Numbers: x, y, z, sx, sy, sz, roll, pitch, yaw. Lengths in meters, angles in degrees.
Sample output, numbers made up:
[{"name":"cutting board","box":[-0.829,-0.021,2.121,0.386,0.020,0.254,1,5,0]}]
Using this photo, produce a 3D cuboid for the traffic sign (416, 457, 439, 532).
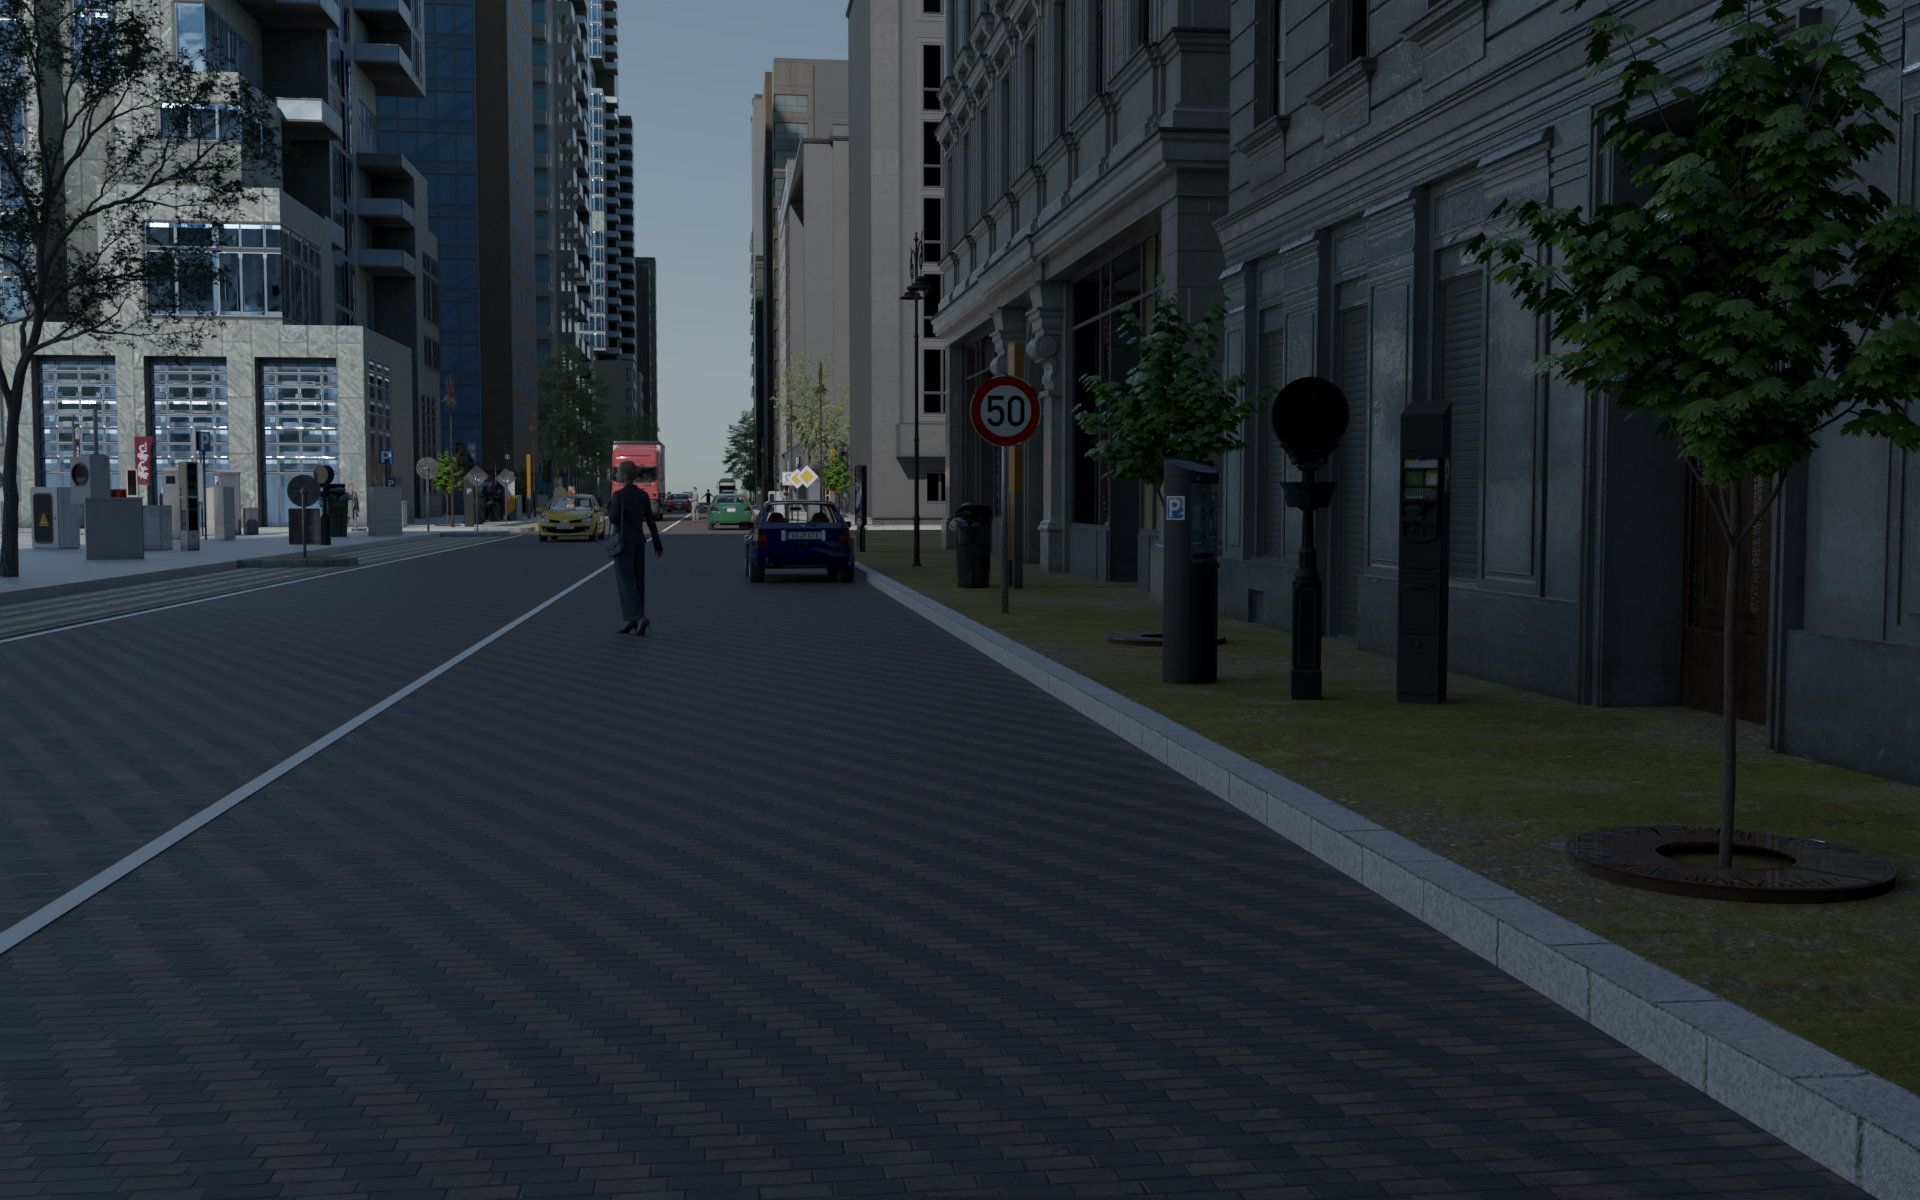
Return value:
[{"name":"traffic sign","box":[-18.206,-3.617,59.241,0.768,2.556,0.104,0,4,-5]}]

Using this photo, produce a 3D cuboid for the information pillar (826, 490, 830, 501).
[{"name":"information pillar","box":[-6.353,-4.896,84.537,0.304,2.012,0.304,3,5,44]}]

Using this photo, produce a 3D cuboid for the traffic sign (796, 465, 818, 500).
[{"name":"traffic sign","box":[-5.330,-3.470,60.379,0.795,2.450,0.064,0,4,-8]}]

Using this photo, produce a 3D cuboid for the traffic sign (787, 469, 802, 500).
[{"name":"traffic sign","box":[-6.414,-3.954,68.290,0.795,2.450,0.064,0,4,-8]}]

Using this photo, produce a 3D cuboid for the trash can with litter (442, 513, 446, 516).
[{"name":"trash can with litter","box":[-30.553,-5.441,100.023,2.233,1.210,1.678,1,4,13]}]

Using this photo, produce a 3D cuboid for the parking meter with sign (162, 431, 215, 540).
[{"name":"parking meter with sign","box":[-21.878,-3.191,48.429,1.738,3.016,0.543,1,4,10]}]

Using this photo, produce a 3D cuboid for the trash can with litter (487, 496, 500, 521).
[{"name":"trash can with litter","box":[-22.141,-4.321,82.036,0.624,1.170,1.055,-2,4,-24]}]

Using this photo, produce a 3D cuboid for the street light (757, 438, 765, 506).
[{"name":"street light","box":[-16.211,-10.374,142.409,0.468,5.910,1.993,0,4,-8]}]

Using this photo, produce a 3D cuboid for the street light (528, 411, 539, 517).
[{"name":"street light","box":[-23.620,-7.538,96.040,0.468,5.910,1.993,0,4,-8]}]

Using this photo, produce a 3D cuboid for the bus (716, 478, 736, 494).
[{"name":"bus","box":[-36.158,-16.913,268.066,2.896,3.916,12.252,-1,4,-9]}]

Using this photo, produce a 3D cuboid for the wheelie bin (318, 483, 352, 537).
[{"name":"wheelie bin","box":[-18.638,-2.682,51.753,0.980,1.594,0.693,-3,5,-39]}]

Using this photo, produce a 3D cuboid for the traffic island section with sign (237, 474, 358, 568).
[{"name":"traffic island section with sign","box":[-13.117,-1.580,34.468,1.989,1.847,2.006,0,4,-8]}]

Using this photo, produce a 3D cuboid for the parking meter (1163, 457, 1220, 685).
[{"name":"parking meter","box":[1.572,-0.207,11.798,0.372,1.533,0.369,0,3,0]}]

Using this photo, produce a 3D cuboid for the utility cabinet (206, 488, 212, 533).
[{"name":"utility cabinet","box":[-24.277,-2.954,56.979,0.318,1.500,1.173,1,4,15]}]

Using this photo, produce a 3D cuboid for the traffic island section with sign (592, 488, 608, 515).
[{"name":"traffic island section with sign","box":[-24.306,-6.583,116.255,1.989,1.847,2.006,0,4,-8]}]

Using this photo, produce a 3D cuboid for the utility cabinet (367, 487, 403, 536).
[{"name":"utility cabinet","box":[-17.508,-2.693,52.715,0.318,1.500,1.173,2,4,23]}]

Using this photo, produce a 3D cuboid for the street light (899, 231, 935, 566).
[{"name":"street light","box":[-0.769,-3.542,30.694,0.468,5.910,1.993,0,4,-8]}]

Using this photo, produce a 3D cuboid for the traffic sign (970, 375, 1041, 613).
[{"name":"traffic sign","box":[0.486,-1.132,18.620,0.768,2.556,0.104,0,4,-5]}]

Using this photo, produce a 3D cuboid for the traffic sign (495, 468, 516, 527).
[{"name":"traffic sign","box":[-17.508,-3.863,66.797,0.795,2.450,0.064,0,4,-8]}]

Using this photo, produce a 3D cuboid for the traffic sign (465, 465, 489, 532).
[{"name":"traffic sign","box":[-16.424,-3.379,58.885,0.795,2.450,0.064,0,4,-8]}]

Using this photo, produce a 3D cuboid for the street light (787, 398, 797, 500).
[{"name":"street light","box":[-8.087,-6.757,83.271,0.468,5.910,1.993,0,4,-8]}]

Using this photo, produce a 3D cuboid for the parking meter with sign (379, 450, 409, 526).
[{"name":"parking meter with sign","box":[-22.662,-4.479,69.495,0.543,3.016,1.738,0,4,5]}]

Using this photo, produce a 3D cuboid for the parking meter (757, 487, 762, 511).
[{"name":"parking meter","box":[-15.622,-7.906,134.977,0.399,1.863,0.255,0,4,-2]}]

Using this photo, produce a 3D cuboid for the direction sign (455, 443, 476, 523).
[{"name":"direction sign","box":[-21.745,-5.154,76.268,0.876,3.537,0.379,0,4,-1]}]

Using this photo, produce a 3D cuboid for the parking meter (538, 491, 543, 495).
[{"name":"parking meter","box":[-30.165,-7.106,124.596,0.372,1.533,0.369,0,3,0]}]

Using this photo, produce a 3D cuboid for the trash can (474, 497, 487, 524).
[{"name":"trash can","box":[-20.574,-3.809,73.938,0.748,1.137,0.748,0,3,0]}]

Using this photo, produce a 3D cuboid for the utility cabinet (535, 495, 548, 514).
[{"name":"utility cabinet","box":[-26.512,-6.030,109.747,0.306,1.237,1.020,2,4,25]}]

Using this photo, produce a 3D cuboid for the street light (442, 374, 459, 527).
[{"name":"street light","box":[-19.577,-5.743,66.688,0.468,5.910,1.993,0,4,-8]}]

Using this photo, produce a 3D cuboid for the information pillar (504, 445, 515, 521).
[{"name":"information pillar","box":[-21.568,-5.597,82.858,0.504,3.616,0.183,-2,4,-35]}]

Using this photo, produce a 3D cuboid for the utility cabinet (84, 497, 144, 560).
[{"name":"utility cabinet","box":[-16.610,-1.397,34.011,1.020,1.237,0.306,-2,4,-31]}]

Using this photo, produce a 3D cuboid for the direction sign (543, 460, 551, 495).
[{"name":"direction sign","box":[-27.855,-7.642,116.951,0.379,3.537,0.876,1,4,22]}]

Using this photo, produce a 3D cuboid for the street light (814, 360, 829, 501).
[{"name":"street light","box":[-4.823,-5.337,60.044,0.468,5.910,1.993,0,4,-8]}]

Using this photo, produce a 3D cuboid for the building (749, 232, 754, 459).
[{"name":"building","box":[-23.401,-40.786,286.463,23.786,49.044,30.456,0,4,-8]}]

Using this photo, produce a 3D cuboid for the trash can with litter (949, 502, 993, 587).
[{"name":"trash can with litter","box":[0.115,-0.768,23.947,0.624,1.170,1.055,0,4,-6]}]

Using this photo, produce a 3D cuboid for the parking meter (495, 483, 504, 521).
[{"name":"parking meter","box":[-22.373,-4.792,84.068,0.399,1.863,0.255,-1,4,-13]}]

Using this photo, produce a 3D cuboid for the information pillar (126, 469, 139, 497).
[{"name":"information pillar","box":[-24.224,-2.828,50.733,0.304,2.012,0.304,-1,4,-21]}]

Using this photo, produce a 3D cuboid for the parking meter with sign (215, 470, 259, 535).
[{"name":"parking meter with sign","box":[-22.822,-3.531,53.991,0.543,3.016,1.738,3,5,43]}]

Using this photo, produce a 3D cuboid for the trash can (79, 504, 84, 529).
[{"name":"trash can","box":[-32.570,-3.221,64.325,0.748,1.137,0.748,0,3,0]}]

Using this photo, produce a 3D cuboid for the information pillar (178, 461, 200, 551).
[{"name":"information pillar","box":[-17.454,-2.124,39.213,0.304,2.012,0.304,2,4,34]}]

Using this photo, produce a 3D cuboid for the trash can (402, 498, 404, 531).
[{"name":"trash can","box":[-18.565,-2.753,56.666,0.748,1.137,0.748,0,3,0]}]

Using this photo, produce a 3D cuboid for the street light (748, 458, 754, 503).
[{"name":"street light","box":[-22.533,-13.213,188.823,0.468,5.910,1.993,0,4,-8]}]

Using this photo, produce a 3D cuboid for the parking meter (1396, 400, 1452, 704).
[{"name":"parking meter","box":[2.862,-0.304,10.677,0.255,1.863,0.399,2,4,25]}]

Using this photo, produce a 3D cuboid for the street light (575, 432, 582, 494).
[{"name":"street light","box":[-27.705,-9.361,125.844,0.468,5.910,1.993,0,4,-8]}]

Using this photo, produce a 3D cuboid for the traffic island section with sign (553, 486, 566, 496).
[{"name":"traffic island section with sign","box":[-20.647,-4.949,89.549,1.989,1.847,2.006,0,4,-8]}]

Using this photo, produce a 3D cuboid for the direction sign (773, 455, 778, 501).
[{"name":"direction sign","box":[-10.672,-6.625,100.316,0.379,3.537,0.876,-1,4,-21]}]

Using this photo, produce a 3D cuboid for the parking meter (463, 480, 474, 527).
[{"name":"parking meter","box":[-19.230,-3.795,67.754,0.399,1.863,0.255,-1,4,-23]}]

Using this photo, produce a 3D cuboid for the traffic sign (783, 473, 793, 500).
[{"name":"traffic sign","box":[-7.953,-4.797,80.556,0.606,2.300,0.079,0,4,-6]}]

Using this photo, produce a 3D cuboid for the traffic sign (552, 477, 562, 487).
[{"name":"traffic sign","box":[-24.396,-6.284,104.870,0.606,2.300,0.079,0,4,0]}]

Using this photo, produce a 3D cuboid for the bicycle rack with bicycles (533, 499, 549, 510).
[{"name":"bicycle rack with bicycles","box":[-31.834,-7.166,130.554,2.852,0.926,2.925,-2,4,-25]}]

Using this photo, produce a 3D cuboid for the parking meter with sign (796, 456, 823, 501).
[{"name":"parking meter with sign","box":[-6.730,-5.158,80.595,1.738,3.016,0.543,-1,4,-22]}]

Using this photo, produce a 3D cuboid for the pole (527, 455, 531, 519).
[{"name":"pole","box":[-22.276,-5.848,89.463,0.158,3.312,0.155,0,3,0]}]

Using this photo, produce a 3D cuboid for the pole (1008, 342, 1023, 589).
[{"name":"pole","box":[0.746,-1.811,23.448,0.158,3.312,0.155,0,3,0]}]

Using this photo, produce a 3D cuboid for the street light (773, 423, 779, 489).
[{"name":"street light","box":[-11.963,-8.554,112.646,0.468,5.910,1.993,0,4,-8]}]

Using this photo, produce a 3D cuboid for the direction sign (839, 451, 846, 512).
[{"name":"direction sign","box":[-6.413,-6.114,91.959,0.876,3.537,0.379,-2,4,-32]}]

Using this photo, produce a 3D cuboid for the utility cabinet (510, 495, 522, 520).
[{"name":"utility cabinet","box":[-21.729,-4.499,84.722,0.306,1.237,1.020,-2,4,-31]}]

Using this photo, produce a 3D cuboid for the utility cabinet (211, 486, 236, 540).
[{"name":"utility cabinet","box":[-20.466,-2.419,48.230,0.318,1.500,1.173,-2,4,-35]}]

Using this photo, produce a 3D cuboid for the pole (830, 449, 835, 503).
[{"name":"pole","box":[-5.745,-5.150,78.049,0.158,3.312,0.155,0,3,0]}]

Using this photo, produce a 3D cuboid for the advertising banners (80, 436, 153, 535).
[{"name":"advertising banners","box":[-25.404,-3.427,52.214,2.074,3.025,0.090,-1,4,-11]}]

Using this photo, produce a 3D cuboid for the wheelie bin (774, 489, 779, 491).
[{"name":"wheelie bin","box":[-11.457,-6.152,108.500,0.693,1.594,0.980,1,4,16]}]

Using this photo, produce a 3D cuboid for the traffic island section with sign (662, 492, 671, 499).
[{"name":"traffic island section with sign","box":[-45.985,-16.260,274.484,1.989,1.847,2.006,0,4,-8]}]
